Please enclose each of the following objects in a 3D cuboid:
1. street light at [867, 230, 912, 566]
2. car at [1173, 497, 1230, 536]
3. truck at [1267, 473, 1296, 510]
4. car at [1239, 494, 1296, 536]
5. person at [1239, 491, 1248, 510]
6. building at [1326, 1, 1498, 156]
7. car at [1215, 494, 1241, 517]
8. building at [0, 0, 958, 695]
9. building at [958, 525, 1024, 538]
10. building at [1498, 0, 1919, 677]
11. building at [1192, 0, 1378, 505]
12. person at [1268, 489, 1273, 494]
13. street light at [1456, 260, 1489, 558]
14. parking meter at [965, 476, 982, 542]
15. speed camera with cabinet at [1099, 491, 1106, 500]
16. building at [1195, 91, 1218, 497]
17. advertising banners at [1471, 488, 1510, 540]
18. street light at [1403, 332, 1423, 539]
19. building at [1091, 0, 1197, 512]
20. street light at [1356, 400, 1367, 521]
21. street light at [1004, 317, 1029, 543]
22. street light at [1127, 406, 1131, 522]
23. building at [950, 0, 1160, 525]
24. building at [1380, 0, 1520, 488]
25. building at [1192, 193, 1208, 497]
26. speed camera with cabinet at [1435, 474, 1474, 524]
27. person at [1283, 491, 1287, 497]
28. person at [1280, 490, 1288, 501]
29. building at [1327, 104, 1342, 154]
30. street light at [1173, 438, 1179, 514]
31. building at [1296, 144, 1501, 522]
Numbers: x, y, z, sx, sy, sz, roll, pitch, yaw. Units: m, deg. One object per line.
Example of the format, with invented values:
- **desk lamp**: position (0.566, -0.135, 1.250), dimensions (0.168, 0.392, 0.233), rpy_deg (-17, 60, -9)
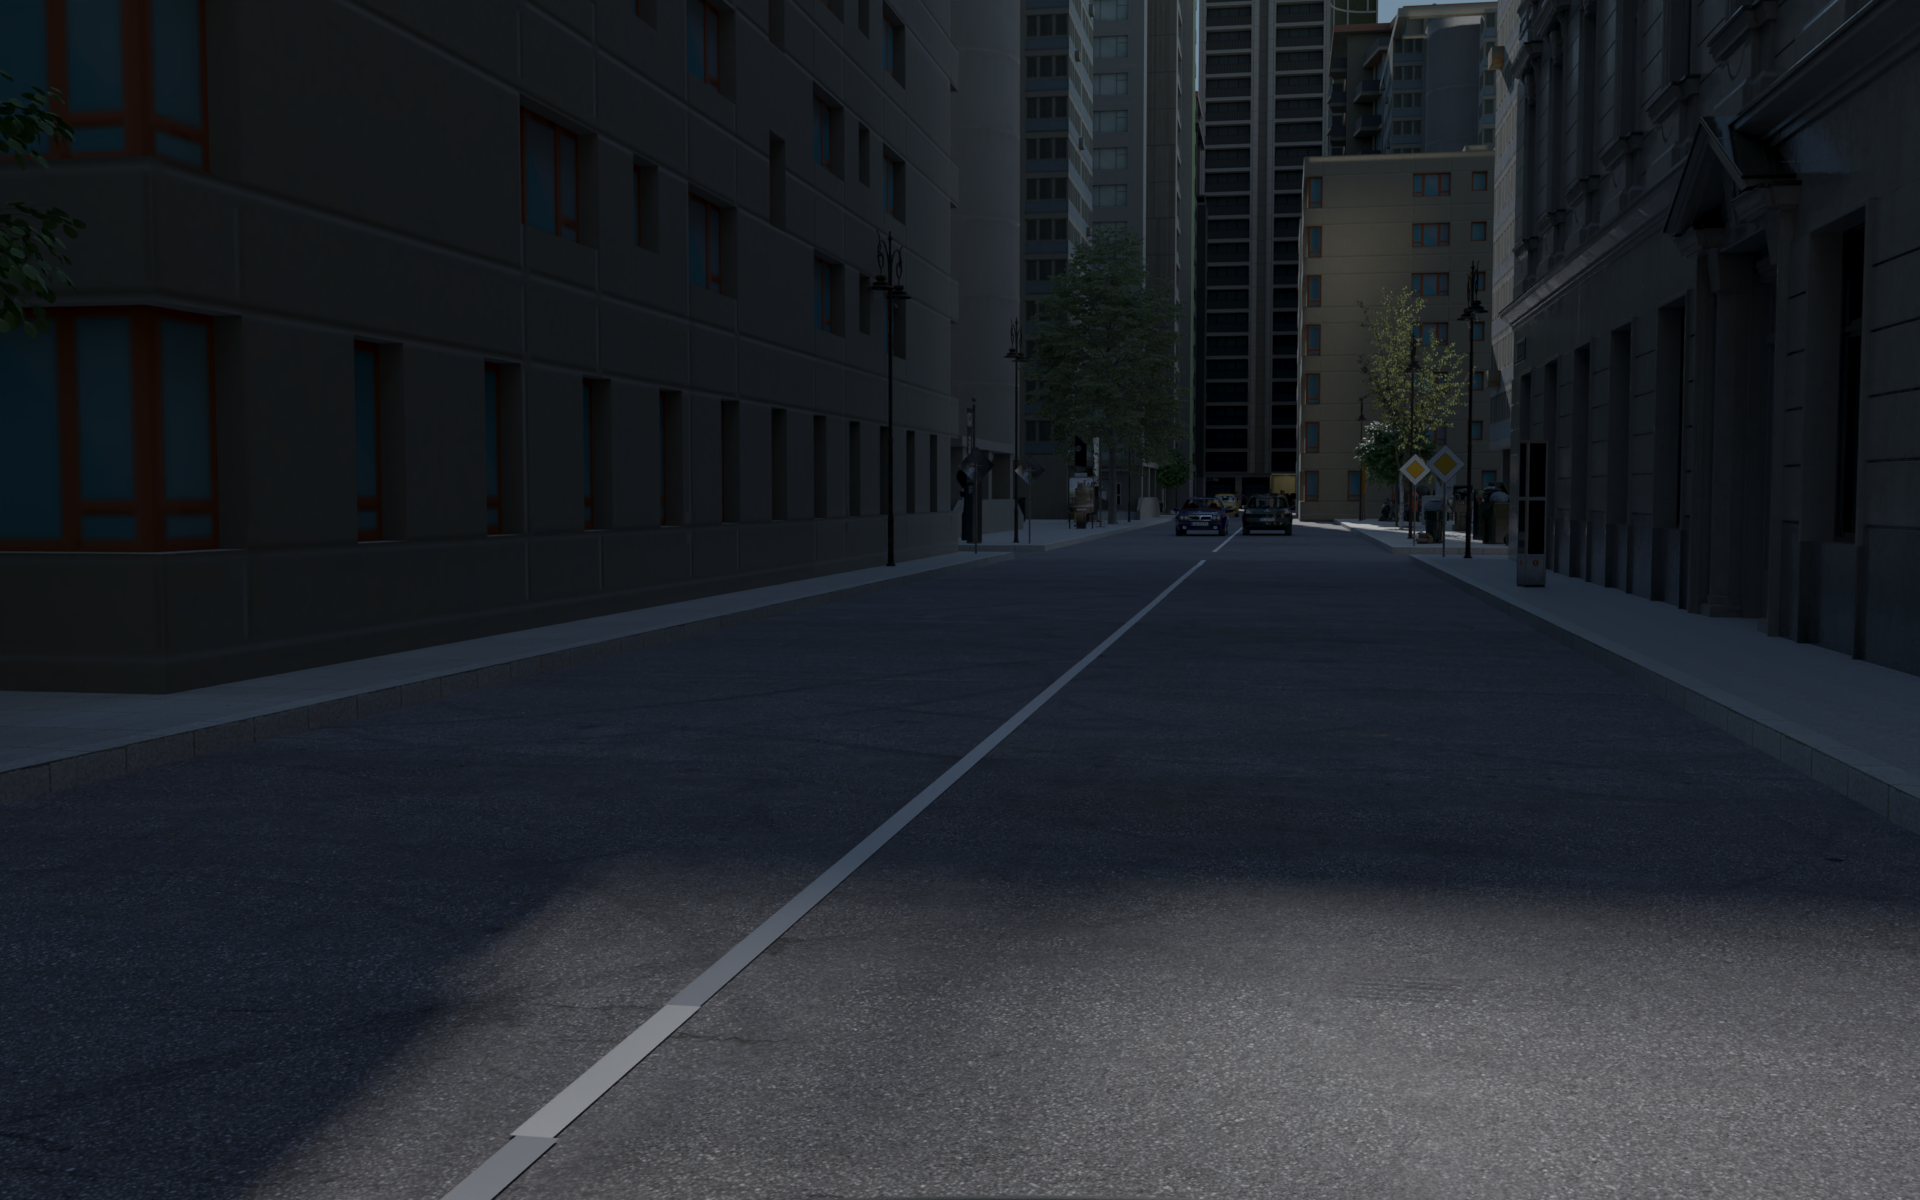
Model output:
- **street light**: position (-1.229, -3.536, 30.605), dimensions (0.468, 5.910, 1.993), rpy_deg (1, 4, 10)
- **car**: position (8.439, -2.918, 60.293), dimensions (1.945, 1.354, 3.894), rpy_deg (1, 4, 10)
- **truck**: position (29.922, -10.006, 159.520), dimensions (3.469, 3.379, 9.791), rpy_deg (1, 4, 11)
- **car**: position (10.847, -3.138, 61.094), dimensions (2.009, 1.686, 4.222), rpy_deg (1, 4, 10)
- **person**: position (26.236, -9.254, 160.492), dimensions (0.721, 1.739, 1.217), rpy_deg (-2, 4, -35)
- **building**: position (45.114, -30.910, 160.007), dimensions (22.147, 44.769, 28.867), rpy_deg (1, 4, 10)
- **car**: position (16.634, -6.020, 108.657), dimensions (2.015, 1.641, 3.980), rpy_deg (1, 4, 10)
- **building**: position (-16.764, -11.105, 26.612), dimensions (28.899, 21.520, 27.650), rpy_deg (1, 4, 10)
- **building**: position (-14.766, -22.424, 58.519), dimensions (32.217, 40.220, 23.993), rpy_deg (1, 4, 10)
- **building**: position (14.658, -14.334, 10.779), dimensions (17.030, 29.872, 44.131), rpy_deg (1, 4, 10)
- **building**: position (39.273, -47.075, 207.931), dimensions (20.611, 71.187, 20.563), rpy_deg (1, 4, 10)
- **person**: position (23.729, -7.583, 132.446), dimensions (1.348, 1.831, 0.705), rpy_deg (2, 4, 26)
- **street light**: position (10.152, -3.771, 34.444), dimensions (0.468, 5.910, 1.993), rpy_deg (1, 4, 10)
- **parking meter**: position (0.364, -2.438, 45.573), dimensions (0.399, 1.863, 0.255), rpy_deg (3, 4, 36)
- **speed camera with cabinet**: position (7.805, -6.759, 104.838), dimensions (2.038, 3.252, 0.660), rpy_deg (1, 4, 12)
- **building**: position (12.831, -32.450, 185.182), dimensions (28.867, 44.769, 22.147), rpy_deg (1, 4, 10)
- **advertising banners**: position (15.099, -3.156, 47.794), dimensions (2.074, 3.025, 0.090), rpy_deg (3, 4, 38)
- **street light**: position (12.923, -4.694, 49.527), dimensions (0.468, 5.910, 1.993), rpy_deg (1, 4, 10)
- **building**: position (9.755, -27.092, 126.550), dimensions (14.154, 41.232, 14.086), rpy_deg (1, 4, 10)
- **street light**: position (19.159, -6.724, 82.727), dimensions (0.468, 5.910, 1.993), rpy_deg (1, 4, 10)
- **street light**: position (1.481, -4.446, 45.479), dimensions (0.468, 5.910, 1.993), rpy_deg (1, 4, 10)
- **street light**: position (7.755, -6.509, 79.211), dimensions (0.468, 5.910, 1.993), rpy_deg (1, 4, 10)
- **building**: position (-5.730, -24.564, 93.503), dimensions (32.217, 40.220, 23.993), rpy_deg (1, 4, 10)
- **building**: position (45.253, -26.956, 132.609), dimensions (32.217, 40.220, 23.993), rpy_deg (1, 4, 10)
- **building**: position (15.675, -23.858, 161.781), dimensions (14.160, 30.474, 14.107), rpy_deg (1, 4, 10)
- **speed camera with cabinet**: position (21.731, -4.955, 75.357), dimensions (2.038, 3.252, 0.660), rpy_deg (-1, 4, -16)
- **person**: position (26.040, -7.948, 139.376), dimensions (0.541, 1.710, 0.530), rpy_deg (1, 4, 23)
- **person**: position (23.199, -7.101, 125.321), dimensions (1.217, 1.735, 0.721), rpy_deg (-1, 4, -20)
- **building**: position (45.511, -30.505, 182.352), dimensions (14.154, 41.232, 14.086), rpy_deg (1, 4, 10)
- **street light**: position (14.186, -8.605, 113.482), dimensions (0.468, 5.910, 1.993), rpy_deg (1, 4, 10)
- **building**: position (33.833, -15.637, 100.707), dimensions (27.650, 21.520, 28.899), rpy_deg (1, 4, 10)
